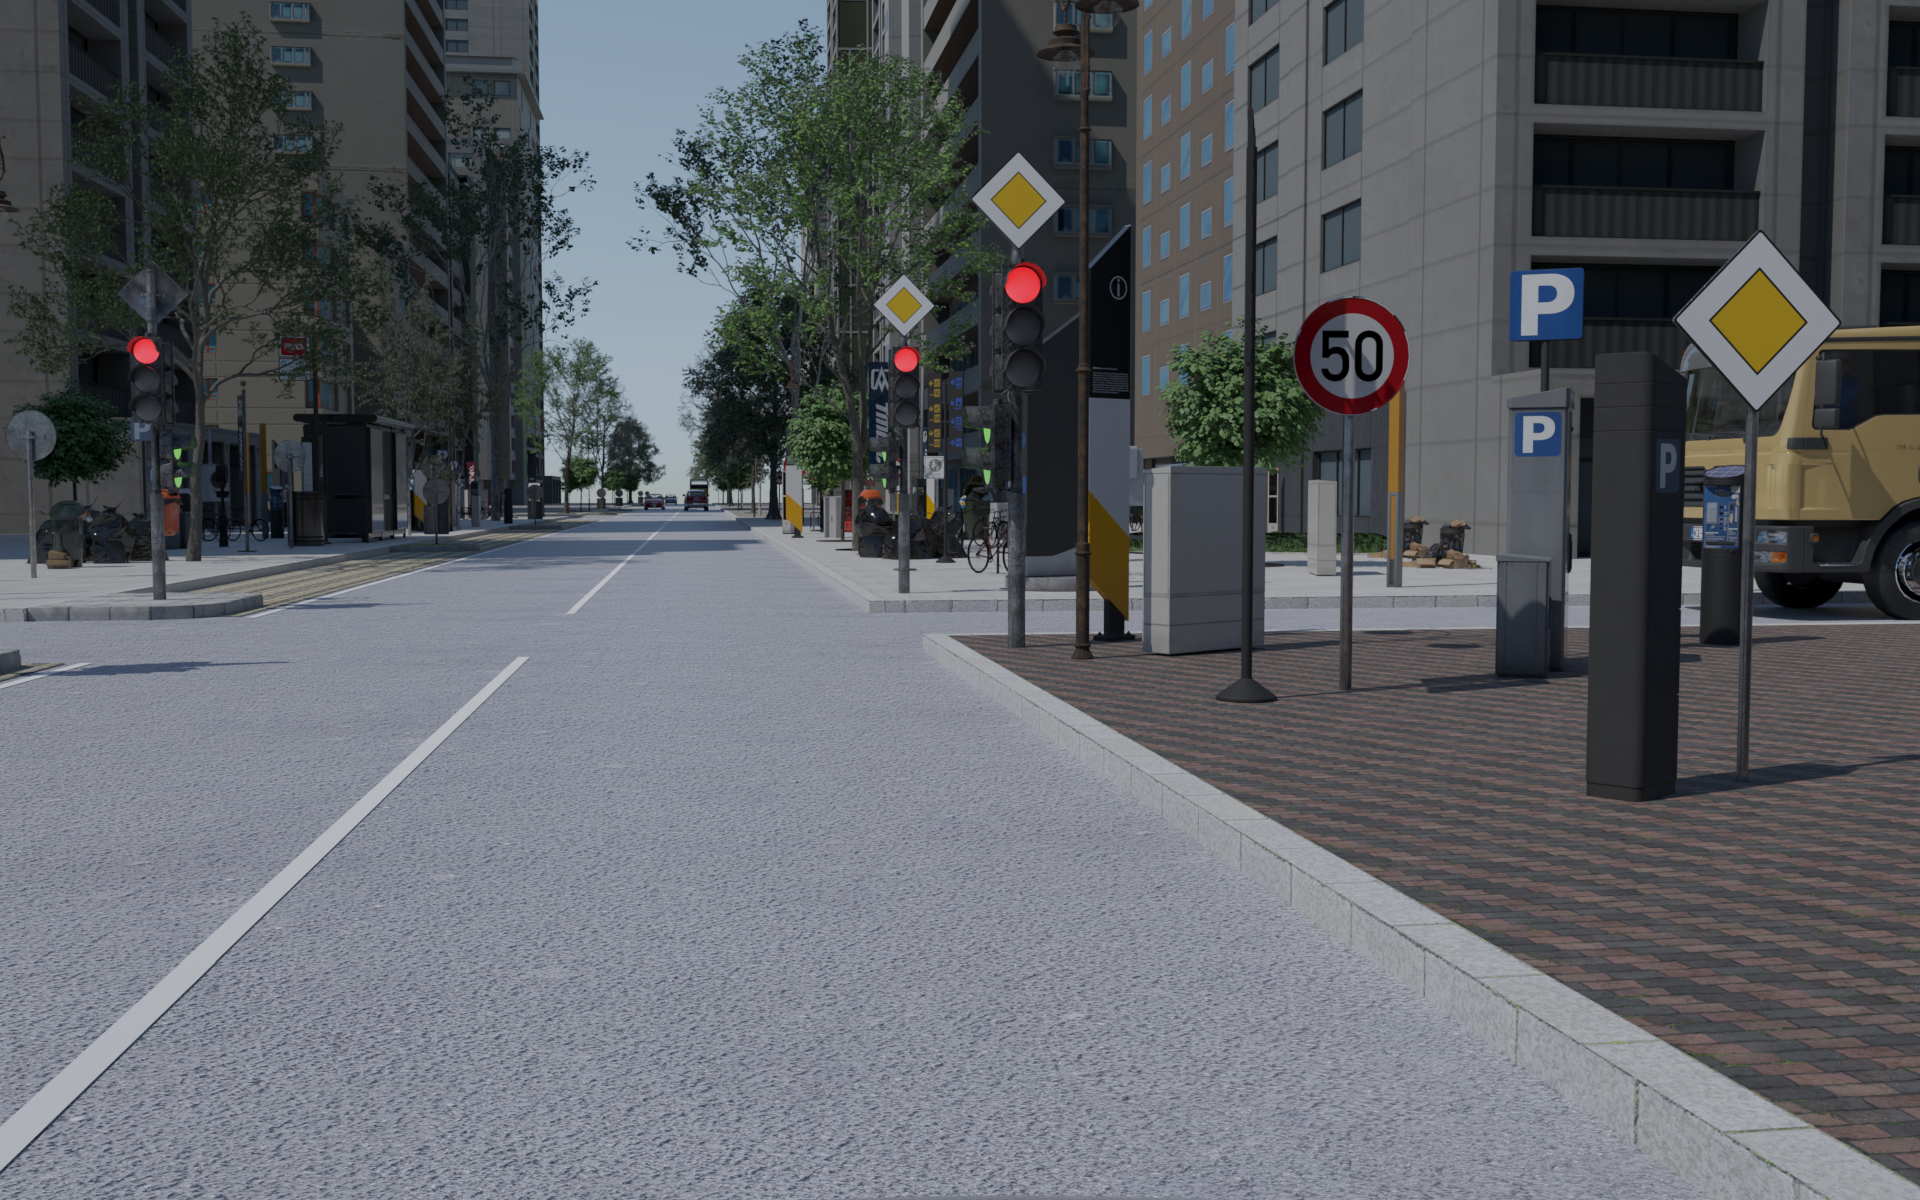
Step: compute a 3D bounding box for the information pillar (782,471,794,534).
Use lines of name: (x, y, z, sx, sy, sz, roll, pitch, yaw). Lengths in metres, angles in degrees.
information pillar: (-5.487, -3.112, 55.368, 0.304, 2.012, 0.304, 1, 4, 19)

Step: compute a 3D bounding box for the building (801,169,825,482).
building: (-8.188, -40.047, 244.013, 28.713, 52.752, 27.495, -1, 4, -9)

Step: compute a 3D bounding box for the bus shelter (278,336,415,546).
bus shelter: (-16.500, -4.218, 46.591, 2.179, 5.291, 8.768, -1, 4, -8)

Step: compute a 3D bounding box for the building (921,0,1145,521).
building: (9.916, -28.418, 88.333, 21.300, 48.544, 21.600, -1, 4, -9)

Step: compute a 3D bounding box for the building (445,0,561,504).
building: (-65.674, -48.811, 236.315, 20.563, 71.187, 20.611, -1, 4, -9)

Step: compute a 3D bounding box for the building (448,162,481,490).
building: (-49.654, -23.100, 149.382, 14.160, 30.474, 14.107, -1, 4, -9)

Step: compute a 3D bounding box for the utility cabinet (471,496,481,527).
utility cabinet: (-19.031, -3.487, 68.174, 0.306, 1.237, 1.020, -1, 4, -12)

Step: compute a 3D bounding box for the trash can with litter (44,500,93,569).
trash can with litter: (-15.459, -1.138, 30.000, 0.624, 1.170, 1.055, -1, 4, -15)

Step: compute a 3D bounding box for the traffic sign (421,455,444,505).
traffic sign: (-17.346, -3.476, 56.936, 0.768, 2.556, 0.104, 0, 4, 1)

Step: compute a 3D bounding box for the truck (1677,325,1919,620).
truck: (12.828, -1.535, 21.020, 9.791, 3.379, 3.469, -1, 4, -8)

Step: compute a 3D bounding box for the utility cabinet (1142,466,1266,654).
utility cabinet: (1.987, -0.331, 14.095, 1.173, 1.500, 0.318, -3, 5, -41)

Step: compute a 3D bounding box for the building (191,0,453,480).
building: (-50.928, -30.974, 130.135, 21.300, 48.544, 21.600, -1, 4, -9)

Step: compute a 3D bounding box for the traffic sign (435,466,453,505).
traffic sign: (-20.202, -4.129, 67.515, 0.884, 2.594, 0.081, 0, 4, -6)

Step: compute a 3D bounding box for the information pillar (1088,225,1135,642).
information pillar: (1.290, -1.450, 15.069, 0.504, 3.616, 0.183, -3, 4, -37)

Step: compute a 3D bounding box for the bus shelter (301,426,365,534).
bus shelter: (-20.637, -4.107, 58.439, 1.731, 3.624, 6.357, -1, 4, -9)

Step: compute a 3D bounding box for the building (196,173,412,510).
building: (-50.244, -15.935, 105.574, 27.650, 21.520, 28.899, -1, 4, -9)

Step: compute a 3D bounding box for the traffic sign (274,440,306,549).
traffic sign: (-15.748, -2.484, 40.715, 0.768, 2.556, 0.104, 0, 4, 0)

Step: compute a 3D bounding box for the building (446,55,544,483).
building: (-66.357, -38.106, 212.265, 28.713, 52.752, 27.495, -1, 4, -9)

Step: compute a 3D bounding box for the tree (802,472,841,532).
tree: (-4.799, -3.973, 59.552, 1.663, 3.219, 1.824, 0, 3, 0)

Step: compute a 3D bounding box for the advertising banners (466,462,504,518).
advertising banners: (-25.799, -5.988, 94.084, 2.074, 3.025, 0.090, 0, 4, 8)

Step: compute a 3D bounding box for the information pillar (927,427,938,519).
information pillar: (-0.802, -3.645, 50.947, 0.183, 3.616, 0.504, -3, 4, -36)

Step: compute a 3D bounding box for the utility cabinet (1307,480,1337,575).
utility cabinet: (5.767, -1.154, 27.541, 0.318, 1.500, 1.173, 0, 4, 4)

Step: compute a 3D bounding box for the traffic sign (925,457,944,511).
traffic sign: (-0.672, -2.747, 47.040, 0.606, 2.300, 0.079, 0, 4, -6)

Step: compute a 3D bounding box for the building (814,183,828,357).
building: (-11.797, -32.981, 222.833, 14.154, 41.232, 14.086, -1, 4, -9)

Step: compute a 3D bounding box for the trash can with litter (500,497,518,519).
trash can with litter: (-24.218, -4.902, 91.208, 2.233, 1.210, 1.678, -1, 4, -11)

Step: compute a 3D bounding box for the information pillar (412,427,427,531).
information pillar: (-18.553, -4.169, 59.522, 0.183, 3.616, 0.504, 3, 5, 40)

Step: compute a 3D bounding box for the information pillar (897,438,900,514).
information pillar: (-2.164, -4.461, 64.294, 0.183, 3.616, 0.504, 2, 4, 31)

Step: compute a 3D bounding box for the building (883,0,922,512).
building: (4.961, -35.841, 128.005, 21.231, 58.520, 28.212, -1, 4, -9)

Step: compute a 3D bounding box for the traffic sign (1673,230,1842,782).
traffic sign: (3.494, -0.397, 7.670, 0.795, 2.450, 0.064, 0, 4, -8)

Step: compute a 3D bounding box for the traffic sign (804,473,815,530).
traffic sign: (-5.135, -3.714, 60.728, 0.884, 2.594, 0.081, 0, 4, 1)

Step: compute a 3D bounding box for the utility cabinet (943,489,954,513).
utility cabinet: (-0.728, -4.214, 77.575, 0.318, 1.500, 1.173, -2, 4, -32)

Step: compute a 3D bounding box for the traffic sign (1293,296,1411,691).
traffic sign: (2.520, -0.681, 11.247, 0.768, 2.556, 0.104, 0, 4, -3)

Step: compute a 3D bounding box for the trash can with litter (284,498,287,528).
trash can with litter: (-25.801, -3.346, 66.096, 1.055, 1.170, 0.624, 0, 4, 3)

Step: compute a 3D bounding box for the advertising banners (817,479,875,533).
advertising banners: (-3.724, -3.762, 57.696, 2.074, 3.025, 0.090, 0, 4, 4)

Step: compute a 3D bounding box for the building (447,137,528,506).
building: (-56.192, -31.138, 192.703, 14.154, 41.232, 14.086, -1, 4, -9)

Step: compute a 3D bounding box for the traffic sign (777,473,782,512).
traffic sign: (-9.941, -5.826, 95.358, 0.768, 2.556, 0.104, 0, 4, -8)

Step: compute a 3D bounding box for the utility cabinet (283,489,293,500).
utility cabinet: (-31.673, -4.463, 81.645, 0.318, 1.500, 1.173, -2, 4, -28)

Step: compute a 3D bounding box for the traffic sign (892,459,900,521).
traffic sign: (-2.294, -3.656, 59.889, 0.768, 2.556, 0.104, 0, 4, -1)

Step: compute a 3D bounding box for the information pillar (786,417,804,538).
information pillar: (-4.818, -3.614, 50.438, 0.504, 3.616, 0.183, 0, 4, 8)

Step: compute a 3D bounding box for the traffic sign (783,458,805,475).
traffic sign: (-5.120, -3.297, 54.005, 0.768, 2.556, 0.104, 0, 4, -1)

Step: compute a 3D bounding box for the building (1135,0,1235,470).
building: (14.960, -25.256, 63.047, 14.600, 45.320, 14.200, -1, 4, -9)

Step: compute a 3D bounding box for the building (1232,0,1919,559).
building: (20.025, -37.014, 43.429, 20.611, 71.187, 20.563, -1, 4, -9)

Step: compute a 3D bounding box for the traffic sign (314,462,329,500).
traffic sign: (-19.696, -3.308, 54.084, 0.884, 2.594, 0.081, 0, 4, -8)

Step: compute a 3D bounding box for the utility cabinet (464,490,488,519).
utility cabinet: (-24.697, -4.876, 88.403, 0.318, 1.500, 1.173, 3, 5, 41)

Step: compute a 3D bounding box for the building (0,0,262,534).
building: (-37.739, -38.159, 62.155, 20.563, 71.187, 20.611, -1, 4, -9)

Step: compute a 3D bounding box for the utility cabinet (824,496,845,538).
utility cabinet: (-3.706, -2.432, 50.925, 0.306, 1.237, 1.020, -2, 4, -25)

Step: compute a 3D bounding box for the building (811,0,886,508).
building: (-6.909, -46.889, 204.885, 20.563, 71.187, 20.611, -1, 4, -9)

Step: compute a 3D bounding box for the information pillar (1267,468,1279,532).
information pillar: (8.860, -2.722, 48.992, 0.304, 2.012, 0.304, 1, 4, 13)

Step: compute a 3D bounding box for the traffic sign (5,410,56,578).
traffic sign: (-14.113, -1.603, 26.317, 0.768, 2.556, 0.104, 0, 4, 0)
